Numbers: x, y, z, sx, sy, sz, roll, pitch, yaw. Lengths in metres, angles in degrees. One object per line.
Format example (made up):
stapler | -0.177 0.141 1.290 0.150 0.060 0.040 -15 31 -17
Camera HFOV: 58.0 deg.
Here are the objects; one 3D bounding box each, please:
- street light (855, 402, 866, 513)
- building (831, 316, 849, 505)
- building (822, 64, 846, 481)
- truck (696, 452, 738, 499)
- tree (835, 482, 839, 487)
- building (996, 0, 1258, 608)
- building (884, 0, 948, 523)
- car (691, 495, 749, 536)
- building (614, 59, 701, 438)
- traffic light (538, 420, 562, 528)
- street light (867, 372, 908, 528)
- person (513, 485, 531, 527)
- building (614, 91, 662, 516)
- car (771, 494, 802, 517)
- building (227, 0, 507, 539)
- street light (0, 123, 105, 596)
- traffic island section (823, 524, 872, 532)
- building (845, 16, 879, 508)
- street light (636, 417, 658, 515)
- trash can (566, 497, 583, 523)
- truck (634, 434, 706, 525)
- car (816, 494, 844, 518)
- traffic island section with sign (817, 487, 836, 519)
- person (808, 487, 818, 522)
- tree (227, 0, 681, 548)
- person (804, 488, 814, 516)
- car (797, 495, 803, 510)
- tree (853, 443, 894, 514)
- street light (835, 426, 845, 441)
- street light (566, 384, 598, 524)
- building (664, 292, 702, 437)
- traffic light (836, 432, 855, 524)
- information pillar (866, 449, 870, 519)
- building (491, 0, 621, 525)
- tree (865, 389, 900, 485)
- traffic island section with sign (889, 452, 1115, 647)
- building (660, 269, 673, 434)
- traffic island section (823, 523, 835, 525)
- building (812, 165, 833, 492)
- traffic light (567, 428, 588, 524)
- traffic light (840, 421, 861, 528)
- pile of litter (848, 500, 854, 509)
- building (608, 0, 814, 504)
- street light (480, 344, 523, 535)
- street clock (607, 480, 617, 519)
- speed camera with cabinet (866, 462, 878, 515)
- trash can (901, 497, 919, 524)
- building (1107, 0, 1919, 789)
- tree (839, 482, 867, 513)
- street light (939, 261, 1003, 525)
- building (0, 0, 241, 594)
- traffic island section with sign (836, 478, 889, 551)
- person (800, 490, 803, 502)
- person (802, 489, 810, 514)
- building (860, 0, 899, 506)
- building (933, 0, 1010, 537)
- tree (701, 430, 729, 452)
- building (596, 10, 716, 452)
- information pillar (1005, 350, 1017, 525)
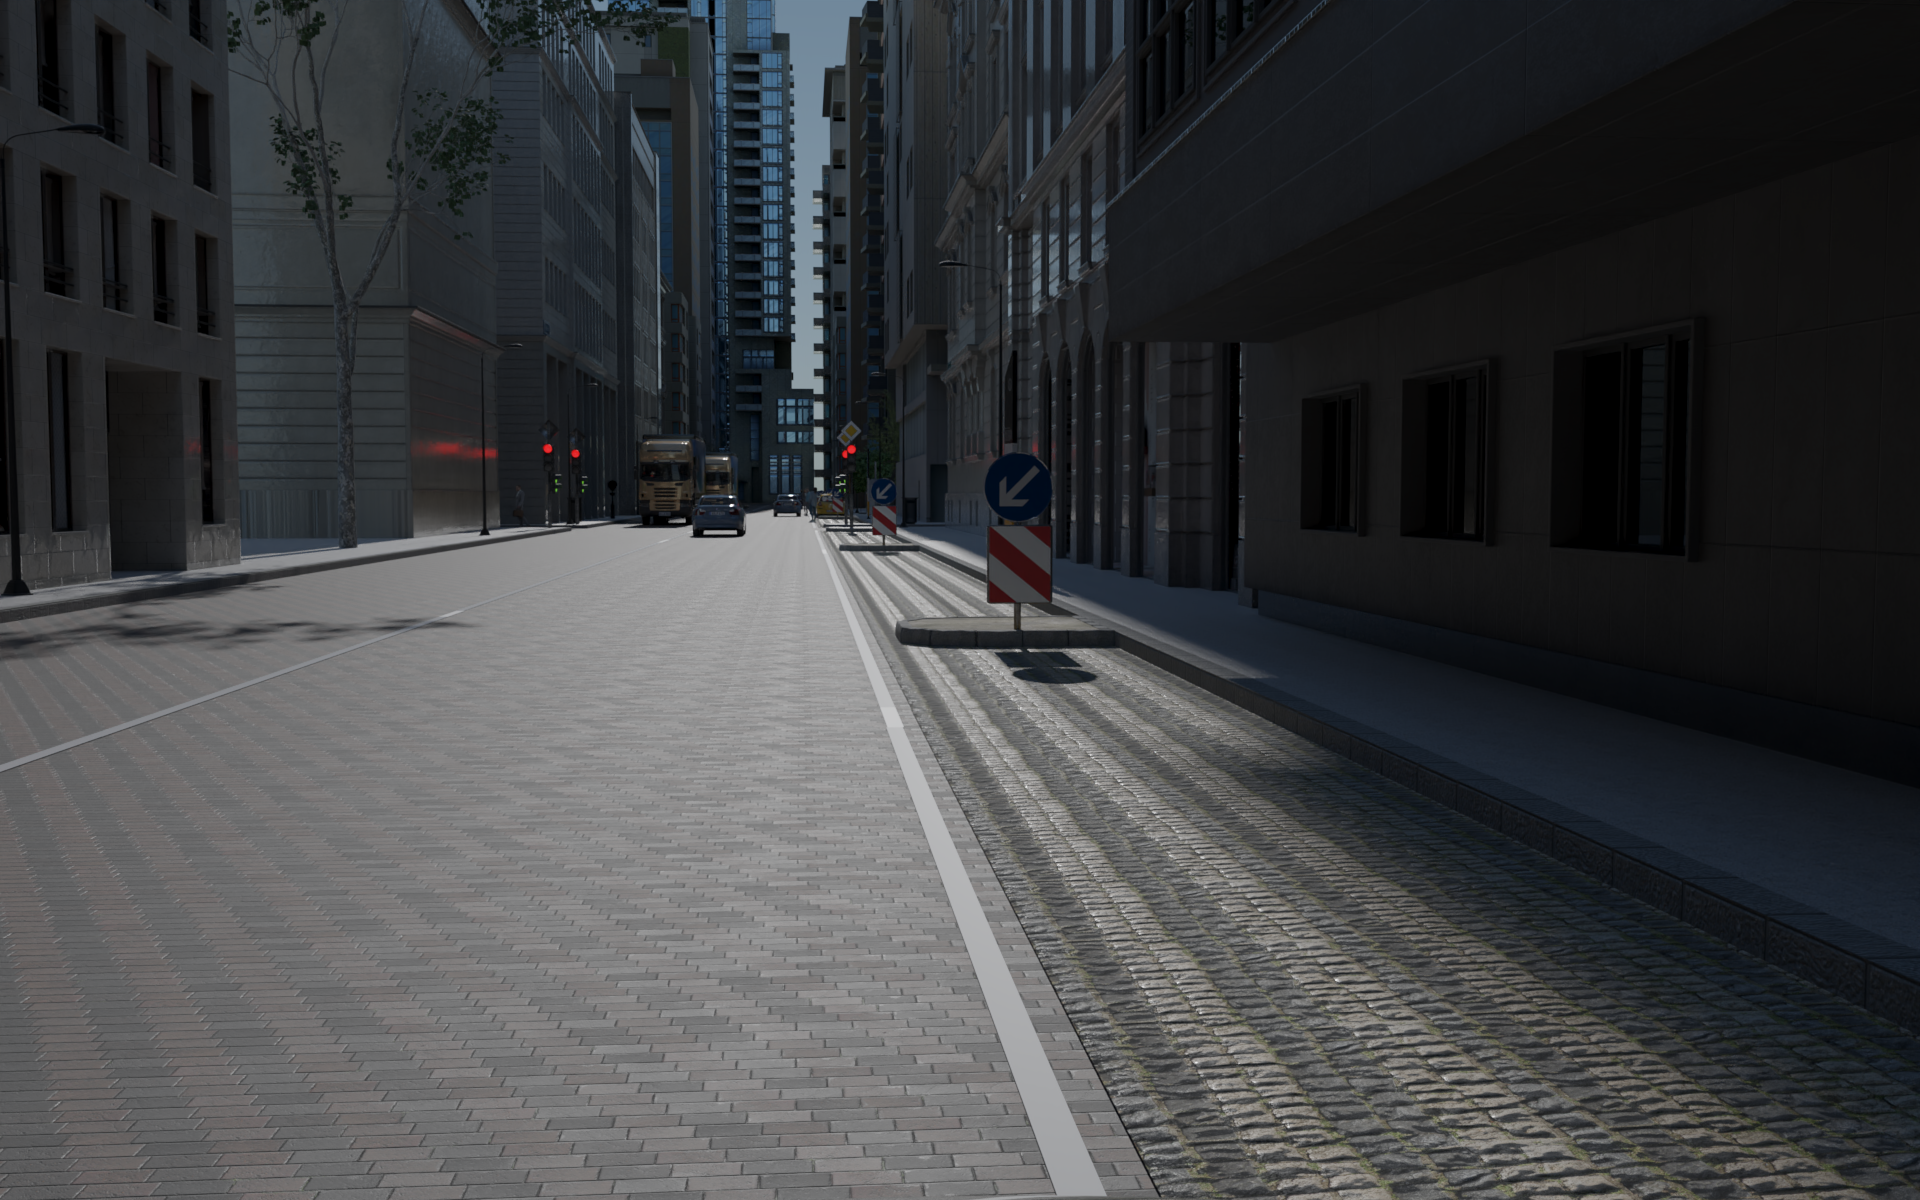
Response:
street light | -4.566 -7.009 87.143 1.470 5.913 1.316 0 4 -5
building | 0.450 -20.748 184.274 27.650 21.520 28.899 0 4 -5
building | -2.186 -38.076 211.776 28.713 52.752 27.495 0 4 -5
truck | -16.682 -7.931 118.587 2.839 4.237 11.283 0 4 -5
tree | -9.957 -9.691 153.053 1.663 3.219 1.824 0 3 0
building | 8.063 -11.557 30.755 13.314 21.916 24.055 0 4 -5
building | 9.672 -30.543 88.623 27.495 52.752 28.713 0 4 -5
car | -8.353 -2.949 60.218 2.014 1.417 4.499 0 4 -5
building | -34.787 -32.565 182.553 14.600 45.320 14.200 0 4 -5
traffic light | -15.432 -4.663 65.156 0.839 4.253 0.868 0 4 -5
street light | -2.702 -5.736 66.322 1.470 5.913 1.316 0 4 -5
person | -17.838 -3.766 70.194 0.853 1.813 0.709 -3 5 -42
building | -26.146 -17.947 111.448 12.078 24.808 19.932 0 4 -5
car | -11.102 -6.066 111.182 2.014 1.417 4.499 0 4 -7
building | -30.696 -13.591 55.497 30.059 22.955 16.112 0 4 -5
street light | -11.422 -3.015 21.830 1.470 5.913 1.316 0 4 -5
traffic island section | -4.128 -2.693 66.319 2.009 0.180 2.903 0 4 -5
building | -3.520 -31.283 161.586 14.600 45.320 14.200 0 4 -5
street light | -18.836 -8.050 104.162 1.470 5.913 1.316 0 4 -5
trash can | -16.971 -3.954 76.298 0.748 1.137 0.748 0 3 0
truck | -13.849 -5.794 83.648 2.839 4.237 11.283 0 4 -5
car | -7.777 -5.717 103.698 2.015 1.641 3.980 0 4 -6
traffic island section with sign | -7.099 -5.513 98.768 1.989 1.847 2.006 0 4 -5
person | -7.539 -4.911 89.067 0.793 1.790 0.793 1 4 10
tree | -13.221 -11.268 40.121 12.611 20.169 13.585 0 3 0
person | -9.963 -6.484 114.384 0.748 1.841 0.638 1 4 16
car | -15.457 -9.068 160.843 1.945 1.354 3.894 0 4 -5
tree | -5.760 -7.811 111.417 4.285 4.588 4.351 0 3 0
street light | -7.559 -8.898 118.019 1.470 5.913 1.316 0 4 -5
street light | -15.944 -6.148 73.053 1.470 5.913 1.316 0 4 -5
building | -38.833 -19.344 161.311 27.650 21.520 28.899 0 4 -5
traffic light | -4.898 -5.213 74.153 0.839 4.253 0.868 0 4 -5
information pillar | -4.736 -5.996 89.392 0.183 3.616 0.504 0 4 -6
building | -24.151 -18.883 86.234 11.434 29.767 29.804 0 4 -5
tree | -4.296 -10.292 118.635 4.737 8.622 4.395 0 3 0
traffic island section with sign | 0.377 -0.516 17.058 1.989 1.847 2.006 0 4 -5
building | -28.403 -18.088 131.899 11.583 22.565 21.152 0 4 -5
traffic island section | -4.857 -3.180 74.271 2.009 0.180 2.903 0 4 -5
building | -5.490 -38.252 245.035 30.456 49.044 23.786 0 4 -5
traffic light | -16.161 -5.149 73.108 0.839 4.253 0.868 0 4 -5
traffic light | -4.169 -4.727 66.201 0.839 4.253 0.868 0 4 -5
pile of litter | -9.449 -8.130 146.895 1.176 0.858 1.719 0 4 -6
building | -36.028 -56.717 239.988 31.000 86.520 22.319 0 4 -5
street light | -14.227 -4.964 53.696 1.470 5.913 1.316 0 4 -5
street clock | -18.046 -5.221 89.938 0.471 2.002 0.358 -2 4 -30
speed camera with cabinet | -5.428 -6.861 106.512 0.660 3.252 2.038 0 4 -6
trash can | -2.136 -3.808 73.914 0.748 1.137 0.748 0 3 0
building | 9.555 -13.012 6.250 14.314 27.812 24.014 0 4 -5
tree | -6.650 -7.384 115.335 1.663 3.219 1.824 0 3 0
street light | 0.276 -3.803 34.719 1.470 5.913 1.316 0 4 -5
building | -17.570 -10.246 22.281 10.420 20.320 16.860 0 4 -5
traffic island section with sign | -2.069 -2.157 43.903 1.989 1.847 2.006 0 4 -5
person | -15.541 -9.842 169.506 0.705 1.814 1.350 1 4 17
person | -10.778 -6.891 121.444 0.520 1.790 0.573 -2 4 -31
building | 3.523 -29.404 135.377 22.147 44.769 28.867 0 4 -5
building | 6.625 -16.363 54.925 14.401 28.519 23.554 0 4 -5
tree | -28.345 -15.230 199.371 4.360 8.622 3.978 0 3 0
building | -44.210 -40.893 210.606 28.212 58.520 21.231 0 4 -5
information pillar | 0.839 -2.268 28.440 0.183 3.616 0.504 -1 4 -14
